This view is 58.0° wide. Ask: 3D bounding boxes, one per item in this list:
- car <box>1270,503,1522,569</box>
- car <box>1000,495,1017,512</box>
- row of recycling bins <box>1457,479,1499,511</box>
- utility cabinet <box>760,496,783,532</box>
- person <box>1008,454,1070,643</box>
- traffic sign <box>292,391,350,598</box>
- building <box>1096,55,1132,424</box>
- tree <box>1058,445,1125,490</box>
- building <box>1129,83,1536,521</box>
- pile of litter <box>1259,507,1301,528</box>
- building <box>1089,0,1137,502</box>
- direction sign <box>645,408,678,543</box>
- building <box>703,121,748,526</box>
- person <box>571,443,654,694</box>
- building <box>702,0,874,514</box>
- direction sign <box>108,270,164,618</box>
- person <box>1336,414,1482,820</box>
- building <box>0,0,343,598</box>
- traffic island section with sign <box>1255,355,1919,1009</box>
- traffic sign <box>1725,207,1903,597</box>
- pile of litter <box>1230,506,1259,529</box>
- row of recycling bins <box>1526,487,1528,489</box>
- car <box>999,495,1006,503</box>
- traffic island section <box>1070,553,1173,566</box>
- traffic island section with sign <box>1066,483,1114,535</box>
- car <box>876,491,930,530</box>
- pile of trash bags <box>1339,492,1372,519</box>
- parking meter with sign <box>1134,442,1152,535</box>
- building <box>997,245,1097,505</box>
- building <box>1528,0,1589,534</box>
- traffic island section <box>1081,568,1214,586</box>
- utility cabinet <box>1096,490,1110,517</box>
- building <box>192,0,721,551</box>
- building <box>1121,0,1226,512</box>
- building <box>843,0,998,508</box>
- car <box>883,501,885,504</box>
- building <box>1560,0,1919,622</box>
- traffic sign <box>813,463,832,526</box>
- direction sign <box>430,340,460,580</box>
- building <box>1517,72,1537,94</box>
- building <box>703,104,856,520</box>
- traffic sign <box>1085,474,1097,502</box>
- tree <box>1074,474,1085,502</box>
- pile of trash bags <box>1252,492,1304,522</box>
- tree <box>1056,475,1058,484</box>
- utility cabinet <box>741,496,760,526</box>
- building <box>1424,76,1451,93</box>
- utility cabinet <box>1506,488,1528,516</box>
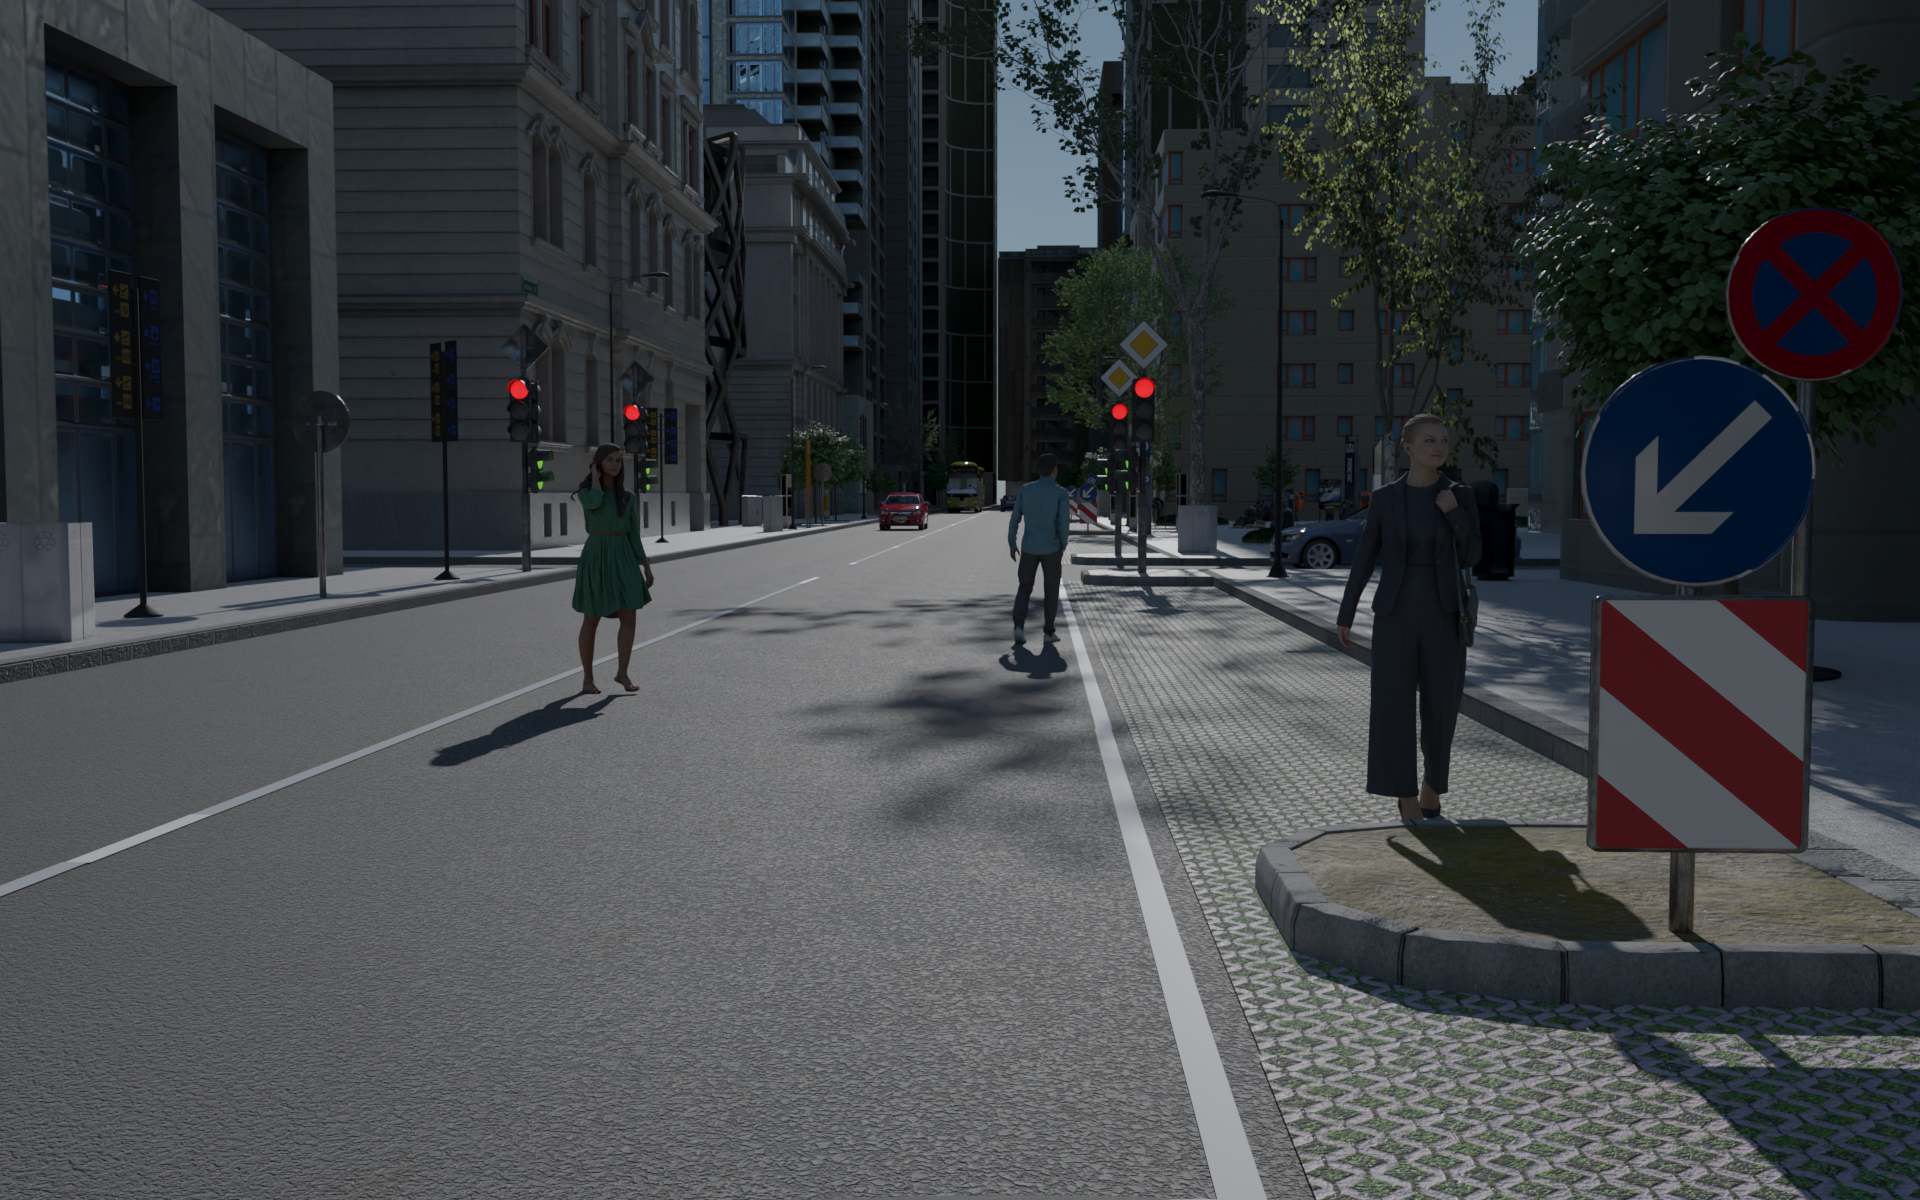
[{"bbox_3d":[7.993,-1.221,31.968,4.499,1.417,2.014,0,4,1],"label":"car"},{"bbox_3d":[4.179,-7.786,139.888,1.945,1.354,3.894,0,4,4],"label":"car"},{"bbox_3d":[13.543,-2.547,48.763,3.534,1.692,1.069,-1,4,-20],"label":"row of recycling bins"},{"bbox_3d":[-6.419,-2.950,59.387,0.306,1.237,1.020,1,4,19],"label":"utility cabinet"},{"bbox_3d":[0.743,-0.500,16.692,0.660,1.820,0.620,1,4,20],"label":"person"},{"bbox_3d":[-7.877,-1.299,21.342,0.768,2.556,0.104,1,4,9],"label":"traffic sign"},{"bbox_3d":[21.128,-32.190,176.413,14.600,45.320,14.200,0,4,2],"label":"building"},{"bbox_3d":[9.663,-8.134,116.703,4.285,4.588,4.351,0,3,0],"label":"tree"},{"bbox_3d":[24.077,-15.360,96.174,27.650,21.520,28.899,0,4,2],"label":"building"},{"bbox_3d":[10.797,-2.600,56.474,1.719,0.858,1.176,0,4,-1],"label":"pile of litter"},{"bbox_3d":[23.187,-51.365,152.490,22.319,86.520,31.000,0,4,2],"label":"building"},{"bbox_3d":[-7.850,-3.275,45.551,0.876,3.537,0.379,-2,4,-26],"label":"direction sign"},{"bbox_3d":[-17.405,-12.419,70.500,16.820,18.784,16.811,0,4,2],"label":"building"},{"bbox_3d":[-2.525,-0.226,12.449,0.529,1.795,0.600,3,5,42],"label":"person"},{"bbox_3d":[-17.077,-49.735,125.845,22.319,86.520,31.000,0,4,2],"label":"building"},{"bbox_3d":[-8.530,-1.590,17.994,0.379,3.537,0.876,0,4,6],"label":"direction sign"},{"bbox_3d":[1.957,0.087,7.492,0.576,1.772,0.534,0,4,-7],"label":"person"},{"bbox_3d":[-25.776,-42.923,14.460,31.000,86.520,22.319,0,4,2],"label":"building"},{"bbox_3d":[2.044,0.176,5.757,1.989,1.847,2.006,0,4,2],"label":"traffic island section with sign"},{"bbox_3d":[3.800,-0.471,7.800,0.768,2.556,0.104,0,4,3],"label":"traffic sign"},{"bbox_3d":[10.926,-3.098,64.614,1.719,0.858,1.176,1,4,10],"label":"pile of litter"},{"bbox_3d":[27.838,-4.456,79.966,3.534,1.692,1.069,0,4,4],"label":"row of recycling bins"},{"bbox_3d":[4.743,-9.244,163.498,2.083,1.381,4.827,0,4,1],"label":"car"},{"bbox_3d":[3.329,-0.852,36.216,2.009,0.180,2.903,0,4,2],"label":"traffic island section"},{"bbox_3d":[4.369,-3.191,60.793,1.989,1.847,2.006,0,4,2],"label":"traffic island section with sign"},{"bbox_3d":[-2.264,-3.734,70.084,2.155,1.783,4.494,0,4,2],"label":"car"},{"bbox_3d":[15.558,-3.480,66.658,1.912,1.369,3.447,1,4,14],"label":"pile of trash bags"},{"bbox_3d":[5.892,-3.622,55.487,0.543,3.016,1.738,0,4,1],"label":"parking meter with sign"},{"bbox_3d":[11.380,-26.439,203.985,14.107,30.474,14.160,0,4,2],"label":"building"},{"bbox_3d":[31.638,-26.145,47.078,30.456,49.044,23.786,0,4,2],"label":"building"},{"bbox_3d":[2.991,-0.364,28.238,2.009,0.180,2.903,0,4,2],"label":"traffic island section"},{"bbox_3d":[8.090,-5.322,95.696,1.173,1.500,0.318,-2,4,-26],"label":"utility cabinet"},{"bbox_3d":[-15.543,-16.045,49.729,14.401,28.519,23.554,0,4,2],"label":"building"},{"bbox_3d":[21.619,-42.140,127.244,20.563,71.187,20.611,0,4,2],"label":"building"},{"bbox_3d":[-5.994,-46.951,205.900,20.611,71.187,20.563,0,4,2],"label":"building"},{"bbox_3d":[-2.582,-4.329,80.367,1.945,1.707,3.694,0,4,2],"label":"car"},{"bbox_3d":[22.301,-10.128,10.632,27.650,21.520,28.899,0,4,2],"label":"building"},{"bbox_3d":[-5.586,-4.292,70.275,0.768,2.556,0.104,1,4,10],"label":"traffic sign"},{"bbox_3d":[-7.695,-2.073,25.886,0.379,3.537,0.876,-3,5,-40],"label":"direction sign"},{"bbox_3d":[70.348,-31.566,170.722,28.867,44.769,22.147,0,4,2],"label":"building"},{"bbox_3d":[-13.596,-15.562,96.247,13.314,21.916,24.055,0,4,2],"label":"building"},{"bbox_3d":[8.345,-6.743,110.359,0.768,2.556,0.104,1,4,9],"label":"traffic sign"},{"bbox_3d":[10.334,-9.308,146.780,1.663,3.219,1.824,0,3,0],"label":"tree"},{"bbox_3d":[15.012,-4.353,80.928,1.912,1.369,3.447,3,5,42],"label":"pile of trash bags"},{"bbox_3d":[11.753,-12.091,181.403,4.285,4.588,4.351,0,3,0],"label":"tree"},{"bbox_3d":[-8.311,-3.553,69.249,0.306,1.237,1.020,2,4,28],"label":"utility cabinet"},{"bbox_3d":[43.355,-29.072,167.208,23.993,40.220,32.217,0,4,2],"label":"building"},{"bbox_3d":[22.172,-3.651,68.372,1.173,1.500,0.318,-1,4,-16],"label":"utility cabinet"}]
